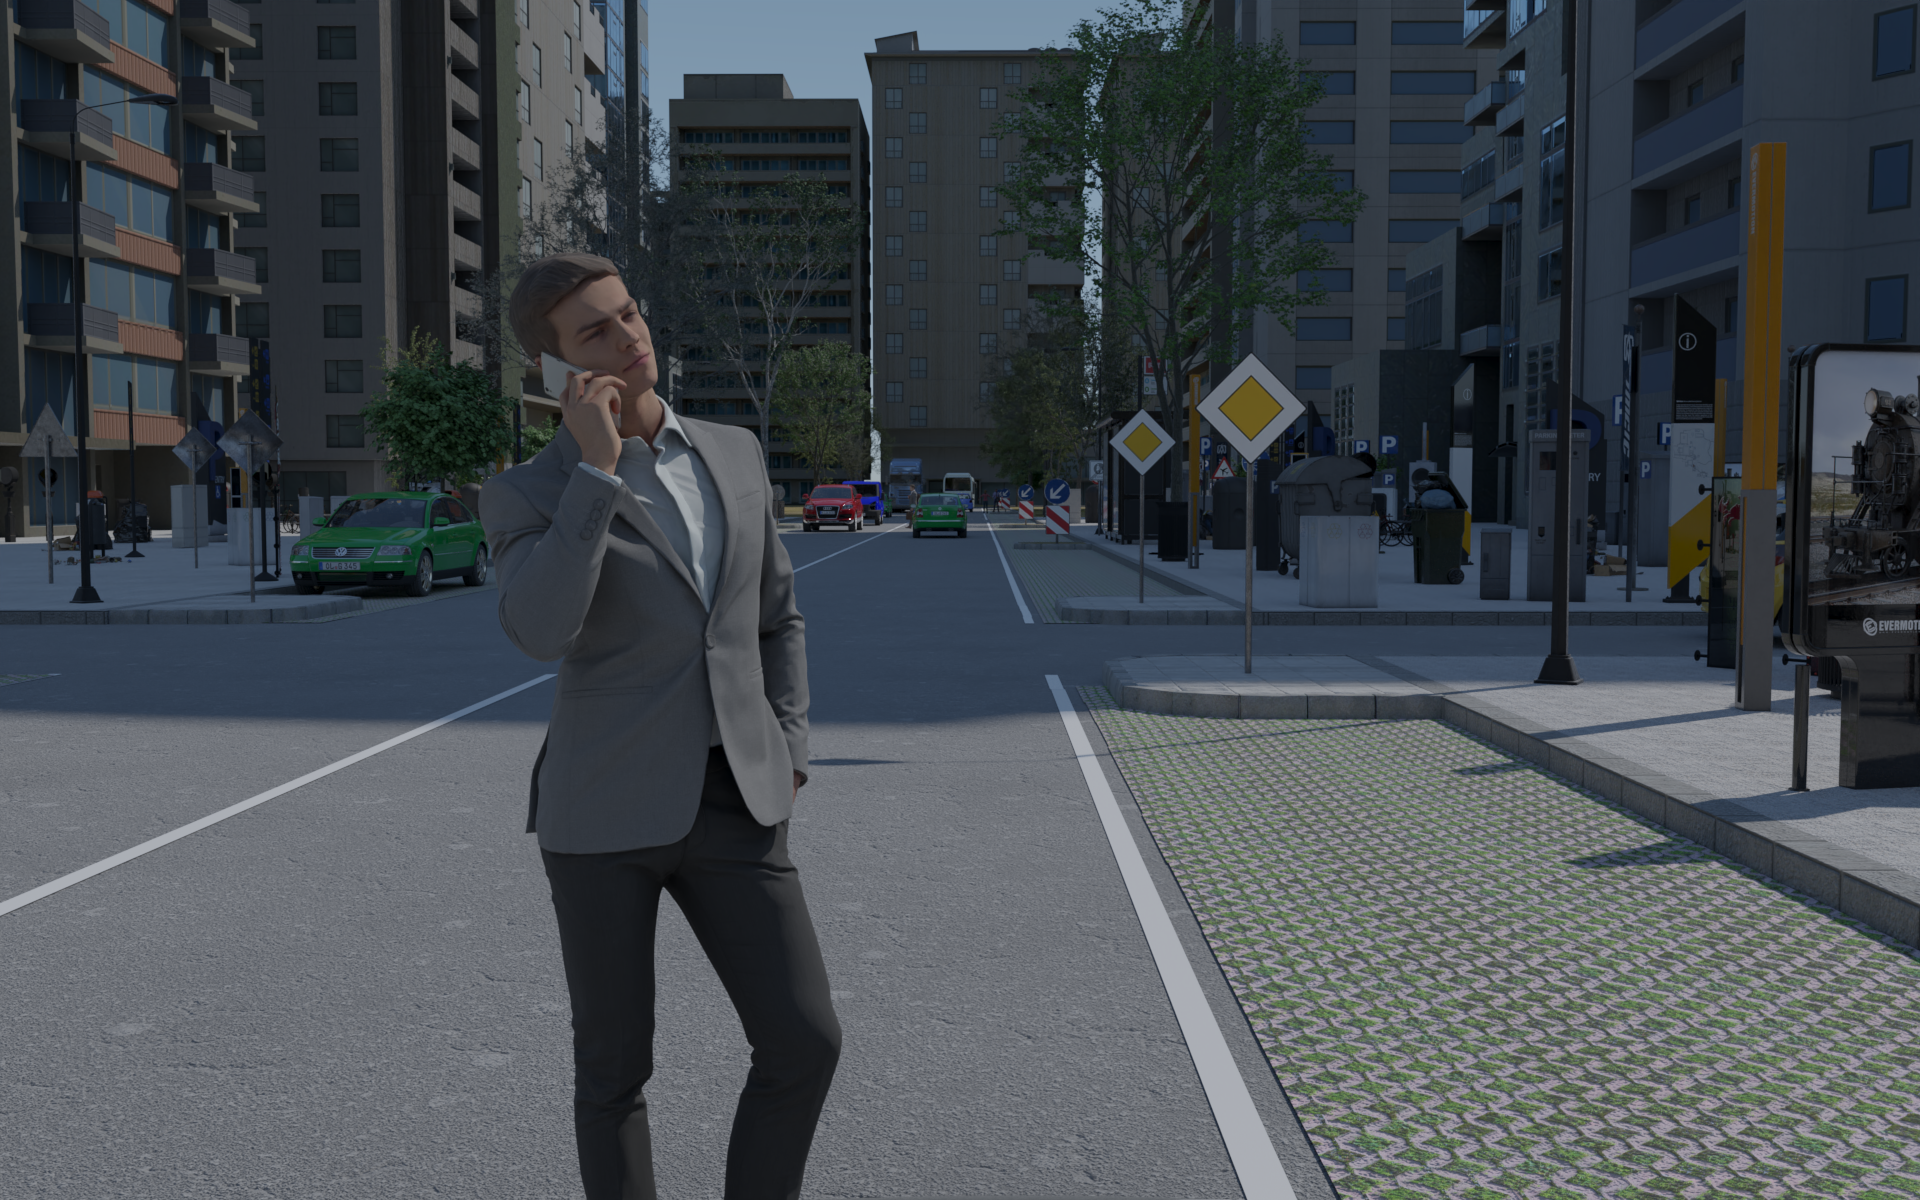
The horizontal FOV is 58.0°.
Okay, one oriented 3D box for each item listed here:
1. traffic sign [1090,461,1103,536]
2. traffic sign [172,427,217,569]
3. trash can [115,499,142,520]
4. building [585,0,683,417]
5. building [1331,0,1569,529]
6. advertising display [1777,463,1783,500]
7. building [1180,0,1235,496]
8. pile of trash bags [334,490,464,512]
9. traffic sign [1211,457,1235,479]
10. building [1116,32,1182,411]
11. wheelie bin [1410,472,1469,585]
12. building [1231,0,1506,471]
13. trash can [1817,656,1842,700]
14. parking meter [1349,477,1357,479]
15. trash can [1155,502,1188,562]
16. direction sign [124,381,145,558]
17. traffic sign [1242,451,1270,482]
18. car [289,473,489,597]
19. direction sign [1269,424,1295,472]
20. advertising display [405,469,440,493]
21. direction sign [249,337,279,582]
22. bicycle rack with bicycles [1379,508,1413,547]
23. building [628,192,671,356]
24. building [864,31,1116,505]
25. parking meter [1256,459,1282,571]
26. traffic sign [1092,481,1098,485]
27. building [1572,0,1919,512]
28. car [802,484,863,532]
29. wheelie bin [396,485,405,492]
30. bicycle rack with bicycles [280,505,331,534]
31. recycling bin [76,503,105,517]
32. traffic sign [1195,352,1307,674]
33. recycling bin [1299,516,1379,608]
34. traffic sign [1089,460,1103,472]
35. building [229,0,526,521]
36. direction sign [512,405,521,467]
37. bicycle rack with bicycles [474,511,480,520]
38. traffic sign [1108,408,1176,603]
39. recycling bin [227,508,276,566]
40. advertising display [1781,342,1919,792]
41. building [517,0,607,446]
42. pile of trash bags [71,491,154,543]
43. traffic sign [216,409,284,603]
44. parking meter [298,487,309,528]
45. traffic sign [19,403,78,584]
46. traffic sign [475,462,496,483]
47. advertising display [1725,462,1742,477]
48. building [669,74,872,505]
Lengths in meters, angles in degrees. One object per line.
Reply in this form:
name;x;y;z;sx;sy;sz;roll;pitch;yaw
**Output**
traffic sign;4.279;-3.124;53.203;0.606;2.300;0.079;0;4;2
traffic sign;-13.158;-1.749;29.782;0.795;2.450;0.064;0;4;5
trash can;-24.616;-2.426;51.317;0.748;1.137;0.748;0;3;0
building;-38.890;-50.915;145.128;31.000;86.520;22.319;0;4;1
building;29.797;-46.308;69.808;22.319;86.520;31.000;0;4;1
advertising display;16.685;-1.871;35.797;0.974;1.923;0.123;2;4;25
building;30.477;-31.940;145.913;21.300;48.544;21.600;0;4;1
pile of trash bags;-13.567;-1.961;41.822;3.447;1.369;1.912;1;4;14
traffic sign;9.165;-3.680;60.173;0.884;2.594;0.081;0;4;3
building;30.795;-37.767;206.736;27.495;52.752;28.713;0;4;1
wheelie bin;6.814;-1.028;24.710;0.693;1.594;0.980;0;4;-6
building;29.678;-35.355;120.061;21.231;58.520;28.212;0;4;1
trash can;5.704;0.052;10.811;0.748;1.137;0.748;0;3;0
parking meter;6.139;-1.348;27.753;0.399;1.863;0.255;-2;4;-24
trash can;4.073;-1.306;33.001;0.748;1.137;0.748;0;3;0
direction sign;-16.758;-2.634;35.065;0.379;3.537;0.876;-1;4;-22
traffic sign;8.094;-2.896;47.453;0.768;2.556;0.104;0;4;4
car;-8.268;-1.014;25.383;1.959;1.807;4.718;0;3;0
direction sign;10.468;-3.938;56.380;0.876;3.537;0.379;3;4;37
advertising display;-12.444;-2.144;40.270;0.123;1.923;0.974;3;4;36
direction sign;-10.248;-2.045;25.428;0.379;3.537;0.876;0;4;-6
bicycle rack with bicycles;10.901;-1.815;43.052;2.925;0.926;2.852;1;4;14
building;-44.421;-31.681;209.863;23.993;40.220;32.217;0;4;1
building;3.297;-37.751;206.469;27.495;52.752;28.713;0;4;1
parking meter;5.174;-1.424;28.986;0.399;1.863;0.255;-3;4;-38
traffic sign;7.247;-5.560;91.019;0.768;2.556;0.104;0;4;5
building;63.950;-36.886;145.080;28.212;58.520;21.231;0;4;1
car;-4.896;-3.577;67.161;2.281;1.827;5.304;0;4;1
wheelie bin;-20.293;-3.367;62.954;0.693;1.594;0.980;-1;4;-23
bicycle rack with bicycles;-21.507;-2.652;56.736;2.925;0.926;2.852;-3;5;-39
recycling bin;-24.522;-2.222;48.876;0.722;1.027;0.722;-2;4;-28
traffic sign;2.058;-0.531;12.327;0.795;2.450;0.064;0;4;1
recycling bin;4.324;-0.442;19.787;0.722;1.027;0.722;0;4;-6
traffic sign;5.222;-3.961;64.863;0.768;2.556;0.104;0;4;3
building;-30.524;-19.236;86.209;14.160;30.474;14.107;0;4;1
direction sign;-11.131;-3.155;43.589;0.379;3.537;0.876;0;4;-4
bicycle rack with bicycles;-13.633;-2.419;52.940;2.925;0.926;2.852;0;4;-7
traffic sign;2.131;-1.020;20.312;0.795;2.450;0.064;0;4;1
recycling bin;-12.784;-1.149;31.335;0.722;1.027;0.722;-3;4;-39
advertising display;4.045;-0.142;7.539;0.974;1.923;0.123;-1;4;-13
building;-37.924;-31.773;108.730;28.713;52.752;27.495;0;4;1
pile of trash bags;-22.215;-2.165;45.143;1.912;1.369;3.447;-1;4;-16
traffic sign;-8.362;-1.027;20.429;0.795;2.450;0.064;0;4;1
parking meter;-24.502;-3.441;64.670;0.372;1.533;0.369;0;3;0
traffic sign;-13.004;-1.511;24.706;0.884;2.594;0.081;0;4;6
traffic sign;-12.841;-2.867;46.882;0.884;2.594;0.081;0;4;8
advertising display;15.286;-1.804;34.714;0.974;1.923;0.123;3;5;40
building;-21.662;-35.471;203.657;21.600;48.544;21.300;0;4;1
